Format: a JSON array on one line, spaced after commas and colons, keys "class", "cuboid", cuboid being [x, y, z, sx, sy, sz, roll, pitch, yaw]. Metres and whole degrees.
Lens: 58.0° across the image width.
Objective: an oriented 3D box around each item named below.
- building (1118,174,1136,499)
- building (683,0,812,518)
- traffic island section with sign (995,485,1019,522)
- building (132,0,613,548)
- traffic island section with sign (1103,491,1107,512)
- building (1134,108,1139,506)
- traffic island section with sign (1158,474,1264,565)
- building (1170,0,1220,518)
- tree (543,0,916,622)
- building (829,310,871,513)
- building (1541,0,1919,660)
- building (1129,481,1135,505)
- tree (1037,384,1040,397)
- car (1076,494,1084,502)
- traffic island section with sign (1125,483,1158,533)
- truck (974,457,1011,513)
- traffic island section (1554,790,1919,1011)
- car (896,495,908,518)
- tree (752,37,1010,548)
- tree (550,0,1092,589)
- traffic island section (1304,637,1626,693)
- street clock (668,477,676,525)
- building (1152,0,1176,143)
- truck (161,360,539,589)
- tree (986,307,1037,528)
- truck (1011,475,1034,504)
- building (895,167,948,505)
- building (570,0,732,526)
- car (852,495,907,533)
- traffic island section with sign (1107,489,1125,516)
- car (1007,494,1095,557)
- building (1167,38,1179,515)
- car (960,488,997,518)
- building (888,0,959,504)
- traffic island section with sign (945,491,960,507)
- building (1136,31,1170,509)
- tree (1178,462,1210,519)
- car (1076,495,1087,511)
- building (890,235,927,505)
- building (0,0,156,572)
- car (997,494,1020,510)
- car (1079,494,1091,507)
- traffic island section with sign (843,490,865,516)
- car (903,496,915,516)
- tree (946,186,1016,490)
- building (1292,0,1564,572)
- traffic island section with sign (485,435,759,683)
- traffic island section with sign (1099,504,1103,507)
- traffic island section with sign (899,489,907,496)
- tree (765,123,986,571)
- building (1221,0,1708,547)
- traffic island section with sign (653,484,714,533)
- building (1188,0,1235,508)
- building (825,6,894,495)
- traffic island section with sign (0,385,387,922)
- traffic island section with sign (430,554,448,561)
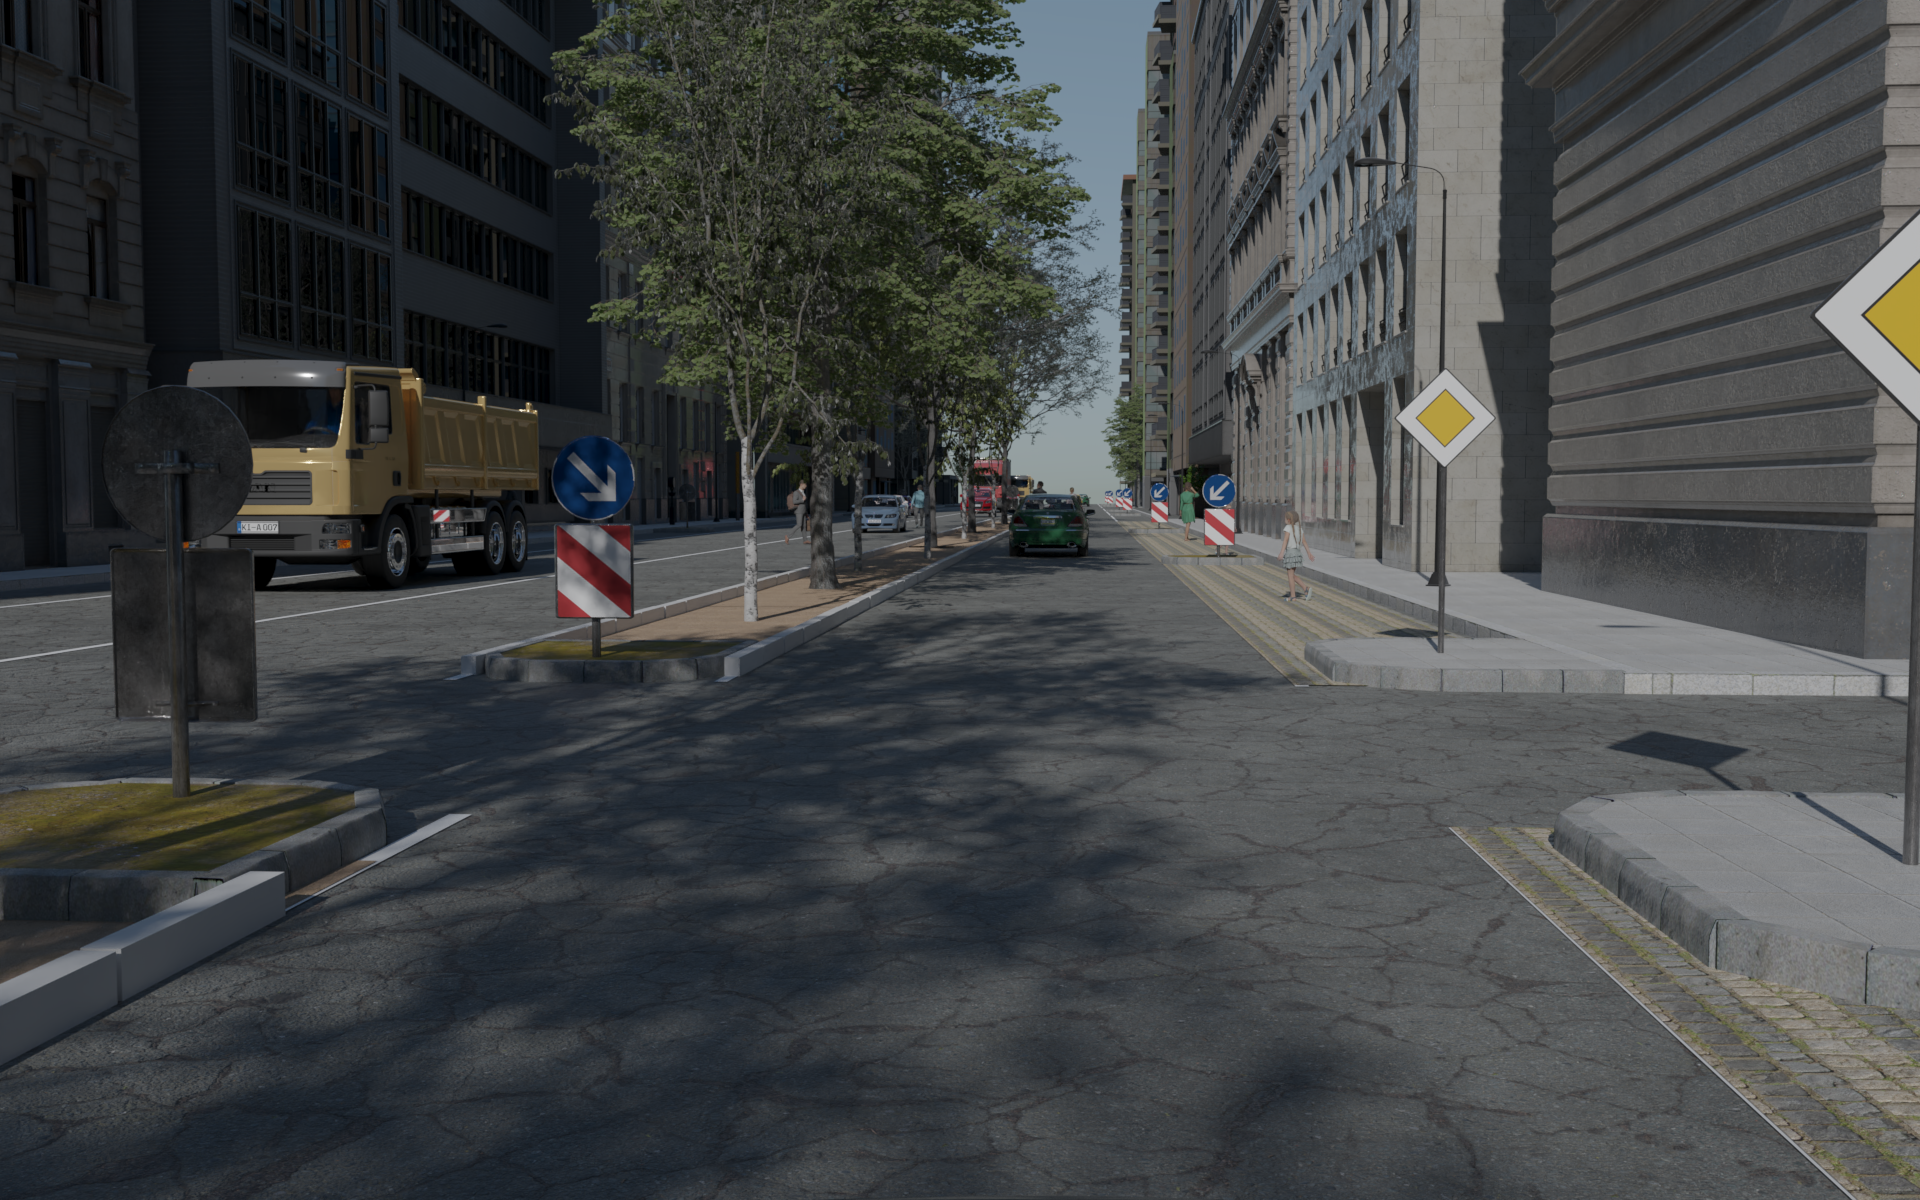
[{"class": "building", "cuboid": [32.497, -35.328, 232.229, 22.147, 44.769, 28.867, 0, 4, 4]}, {"class": "building", "cuboid": [-20.119, -29.200, 101.114, 21.300, 48.544, 21.600, 0, 4, 4]}, {"class": "traffic island section with sign", "cuboid": [2.664, -4.950, 89.068, 2.006, 1.907, 1.989, 0, 4, 4]}, {"class": "building", "cuboid": [-20.630, -14.004, 48.033, 14.314, 24.678, 30.058, 0, 4, 4]}, {"class": "traffic island section with sign", "cuboid": [12.812, -8.063, 140.450, 1.989, 1.847, 2.006, 0, 4, 4]}, {"class": "building", "cuboid": [25.903, -30.757, 186.476, 14.154, 41.232, 14.086, 0, 4, 4]}, {"class": "traffic island section with sign", "cuboid": [5.158, -1.649, 35.582, 1.989, 1.847, 2.006, 0, 4, 4]}, {"class": "building", "cuboid": [19.582, -27.439, 98.735, 14.600, 45.320, 14.200, 0, 4, 4]}, {"class": "tree", "cuboid": [-2.340, -4.042, 18.906, 4.360, 8.622, 3.978, 0, 3, 0]}, {"class": "building", "cuboid": [-22.137, -17.267, 127.355, 27.650, 21.520, 28.899, 0, 4, 4]}, {"class": "building", "cuboid": [16.576, -11.495, 16.822, 19.941, 23.489, 11.050, 0, 4, 4]}, {"class": "building", "cuboid": [36.433, -31.384, 205.013, 32.217, 40.220, 23.993, 0, 4, 4]}, {"class": "tree", "cuboid": [1.368, -7.305, 72.248, 4.737, 8.622, 4.395, 0, 3, 0]}, {"class": "car", "cuboid": [11.516, -10.098, 175.318, 2.015, 1.641, 3.980, 0, 4, 3]}, {"class": "traffic island section with sign", "cuboid": [7.200, -3.370, 63.728, 1.989, 1.847, 2.006, 0, 4, 4]}, {"class": "truck", "cuboid": [2.461, -8.923, 134.801, 2.839, 4.237, 11.283, 0, 4, 5]}, {"class": "traffic island section", "cuboid": [3.316, 0.995, 6.016, 2.009, 0.180, 2.903, 0, 4, 4]}, {"class": "car", "cuboid": [-4.123, -5.602, 103.960, 2.083, 1.381, 4.827, 0, 4, 2]}, {"class": "tree", "cuboid": [-0.787, -8.134, 45.820, 12.009, 13.543, 11.850, 0, 3, 0]}, {"class": "tree", "cuboid": [-1.980, -6.402, 25.249, 7.486, 12.596, 7.792, 0, 3, 0]}, {"class": "traffic island section", "cuboid": [3.898, 0.508, 13.980, 2.009, 0.180, 2.903, 0, 4, 4]}, {"class": "street clock", "cuboid": [-11.961, -4.121, 71.941, 0.358, 2.002, 0.471, 0, 4, 4]}, {"class": "building", "cuboid": [26.116, -29.316, 133.946, 22.147, 44.769, 28.867, 0, 4, 4]}, {"class": "truck", "cuboid": [-9.571, -1.977, 28.244, 3.469, 3.379, 9.791, 0, 4, 4]}, {"class": "tree", "cuboid": [0.113, -6.266, 55.277, 4.737, 8.622, 4.395, 0, 3, 0]}, {"class": "truck", "cuboid": [6.194, -11.318, 180.974, 3.469, 3.379, 9.791, 0, 4, 5]}, {"class": "building", "cuboid": [-13.000, -33.541, 203.018, 22.147, 44.769, 28.867, 0, 4, 4]}, {"class": "building", "cuboid": [-18.335, -17.054, 76.099, 12.463, 27.353, 25.104, 0, 4, 4]}, {"class": "car", "cuboid": [-2.998, -3.241, 64.989, 2.014, 1.417, 4.499, 0, 4, 3]}, {"class": "traffic island section with sign", "cuboid": [10.848, -6.415, 113.521, 1.989, 1.847, 2.006, 0, 4, 4]}, {"class": "car", "cuboid": [2.139, -1.788, 41.028, 2.131, 1.459, 4.920, 0, 4, 4]}, {"class": "building", "cuboid": [20.592, -20.892, 113.280, 14.160, 30.474, 14.107, 0, 4, 4]}, {"class": "car", "cuboid": [1.169, -6.041, 107.439, 2.281, 1.827, 5.304, 0, 4, 4]}, {"class": "building", "cuboid": [-10.694, -48.258, 227.271, 20.563, 71.187, 20.611, 0, 4, 4]}, {"class": "traffic island section with sign", "cuboid": [-0.652, -11.533, 197.184, 1.989, 1.847, 2.006, 0, 4, 4]}, {"class": "building", "cuboid": [23.643, -28.933, 156.654, 14.154, 41.232, 14.086, 0, 4, 4]}, {"class": "tree", "cuboid": [12.155, -5.881, 90.760, 1.663, 3.219, 1.824, 0, 3, 0]}, {"class": "car", "cuboid": [5.332, -4.706, 86.735, 2.009, 1.686, 4.222, 0, 4, 6]}, {"class": "building", "cuboid": [-10.821, -25.034, 181.005, 14.160, 30.474, 14.107, 0, 4, 4]}, {"class": "building", "cuboid": [-20.700, -10.692, 23.969, 9.793, 20.994, 18.267, 0, 4, 4]}, {"class": "car", "cuboid": [4.220, -8.912, 154.387, 2.281, 1.827, 5.304, 0, 4, 4]}, {"class": "car", "cuboid": [13.959, -11.443, 198.883, 2.131, 1.459, 4.920, 0, 4, 5]}, {"class": "traffic island section with sign", "cuboid": [-6.658, -6.511, 115.080, 1.989, 1.847, 2.006, 0, 4, 4]}, {"class": "car", "cuboid": [-3.955, -6.144, 113.033, 1.945, 1.354, 3.894, 0, 4, 6]}, {"class": "tree", "cuboid": [-0.715, -5.190, 37.673, 4.360, 8.622, 3.978, 0, 3, 0]}, {"class": "building", "cuboid": [13.212, -11.077, 35.855, 10.420, 20.320, 16.860, 0, 4, 4]}, {"class": "traffic island section with sign", "cuboid": [-2.804, -0.366, 14.128, 2.006, 1.907, 1.989, 0, 4, 4]}, {"class": "traffic island section with sign", "cuboid": [16.874, -11.455, 195.910, 1.989, 1.847, 2.006, 0, 4, 4]}, {"class": "traffic island section with sign", "cuboid": [-4.684, -8.155, 141.964, 1.989, 1.847, 2.006, 0, 4, 4]}, {"class": "tree", "cuboid": [-1.909, -4.848, 32.086, 4.737, 8.622, 4.395, 0, 3, 0]}, {"class": "building", "cuboid": [14.179, -13.802, 54.537, 11.050, 23.489, 19.941, 0, 4, 4]}, {"class": "traffic island section with sign", "cuboid": [-10.305, -3.449, 65.012, 1.989, 1.847, 2.006, 0, 4, 4]}, {"class": "building", "cuboid": [17.955, -17.287, 76.149, 14.314, 27.812, 24.014, 0, 4, 4]}, {"class": "building", "cuboid": [-13.279, -30.424, 147.550, 14.600, 45.320, 14.200, 0, 4, 4]}, {"class": "traffic island section with sign", "cuboid": [-3.353, 0.085, 6.741, 2.006, 1.907, 1.989, 0, 4, 4]}, {"class": "traffic island section with sign", "cuboid": [-12.305, -1.779, 37.717, 1.989, 1.847, 2.006, 0, 4, 4]}]
